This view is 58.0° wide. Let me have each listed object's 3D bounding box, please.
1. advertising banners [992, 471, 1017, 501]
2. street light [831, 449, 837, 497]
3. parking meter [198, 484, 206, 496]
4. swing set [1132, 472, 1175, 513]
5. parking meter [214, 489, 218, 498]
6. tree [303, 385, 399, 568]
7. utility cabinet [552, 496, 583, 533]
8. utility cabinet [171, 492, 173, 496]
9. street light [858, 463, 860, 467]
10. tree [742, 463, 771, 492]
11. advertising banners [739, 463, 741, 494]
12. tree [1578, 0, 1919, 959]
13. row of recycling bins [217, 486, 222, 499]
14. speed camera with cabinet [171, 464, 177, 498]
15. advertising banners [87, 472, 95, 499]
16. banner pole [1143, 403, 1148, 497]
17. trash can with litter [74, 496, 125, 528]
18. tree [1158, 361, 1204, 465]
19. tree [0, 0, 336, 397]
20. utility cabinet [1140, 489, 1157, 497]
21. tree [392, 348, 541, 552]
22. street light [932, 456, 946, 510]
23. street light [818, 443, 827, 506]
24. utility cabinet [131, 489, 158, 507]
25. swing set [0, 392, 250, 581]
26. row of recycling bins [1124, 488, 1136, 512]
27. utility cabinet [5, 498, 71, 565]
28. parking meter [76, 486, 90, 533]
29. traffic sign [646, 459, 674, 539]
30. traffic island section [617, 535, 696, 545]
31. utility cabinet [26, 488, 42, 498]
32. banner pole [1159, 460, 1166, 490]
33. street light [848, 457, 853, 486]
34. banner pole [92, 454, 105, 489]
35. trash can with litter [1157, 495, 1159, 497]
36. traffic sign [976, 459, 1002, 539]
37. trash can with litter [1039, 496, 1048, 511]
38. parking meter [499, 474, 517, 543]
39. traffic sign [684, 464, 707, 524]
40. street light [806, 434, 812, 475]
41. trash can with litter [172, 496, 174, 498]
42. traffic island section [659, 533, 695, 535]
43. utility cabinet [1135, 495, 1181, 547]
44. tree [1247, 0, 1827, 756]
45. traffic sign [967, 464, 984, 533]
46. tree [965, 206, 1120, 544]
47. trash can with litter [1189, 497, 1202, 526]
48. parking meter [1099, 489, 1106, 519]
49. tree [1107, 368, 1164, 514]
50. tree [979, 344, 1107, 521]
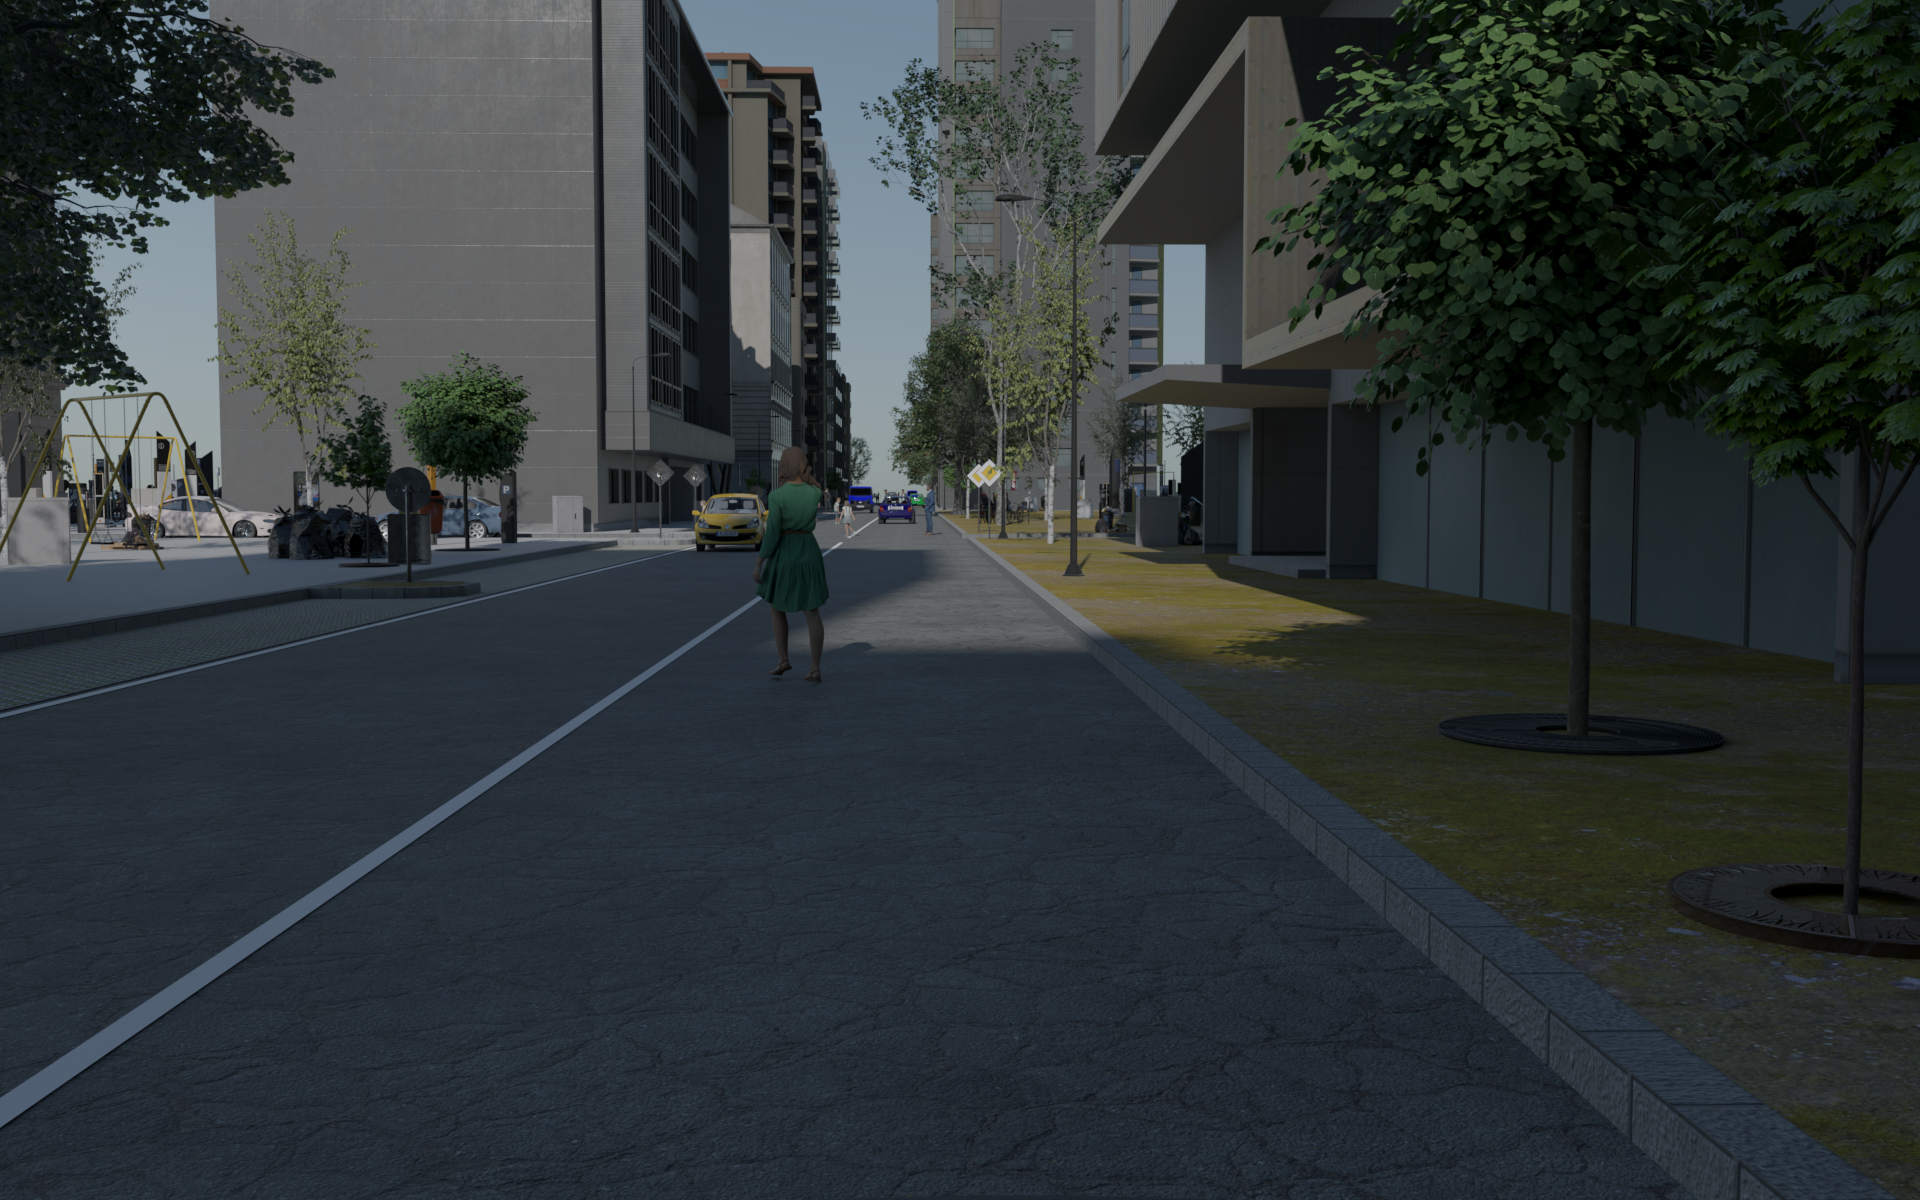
[{"bbox_3d":[3.382,-8.254,131.142,2.074,3.025,0.090,2,4,26],"label":"advertising banners"},{"bbox_3d":[-13.568,-12.643,179.248,1.470,5.913,1.316,0,4,-2],"label":"street light"},{"bbox_3d":[-41.346,-5.423,94.376,0.255,1.863,0.399,3,5,43],"label":"parking meter"},{"bbox_3d":[13.484,-7.591,121.731,3.119,2.851,2.862,0,4,3],"label":"swing set"},{"bbox_3d":[-37.392,-4.824,87.286,0.372,1.533,0.369,0,3,0],"label":"parking meter"},{"bbox_3d":[-10.470,-2.210,30.739,1.663,3.219,1.824,0,3,0],"label":"tree"},{"bbox_3d":[-12.932,-2.813,57.150,0.306,1.237,1.020,3,5,42],"label":"utility cabinet"},{"bbox_3d":[-49.991,-6.107,108.523,1.173,1.500,0.318,-3,4,-36],"label":"utility cabinet"},{"bbox_3d":[-15.720,-17.697,261.886,1.470,5.913,1.316,0,4,-2],"label":"street light"},{"bbox_3d":[-13.039,-7.026,109.474,1.663,3.219,1.824,0,3,0],"label":"tree"},{"bbox_3d":[-11.046,-5.544,86.826,0.090,3.025,2.074,0,4,-8],"label":"advertising banners"},{"bbox_3d":[2.679,-0.639,5.048,1.663,3.219,1.824,0,3,0],"label":"tree"},{"bbox_3d":[-34.281,-4.689,83.775,3.534,1.692,1.069,1,4,8],"label":"row of recycling bins"},{"bbox_3d":[-52.542,-7.325,114.095,2.038,3.252,0.660,0,4,-5],"label":"speed camera with cabinet"},{"bbox_3d":[-64.798,-8.092,128.498,2.074,3.025,0.090,-3,5,-44],"label":"advertising banners"},{"bbox_3d":[5.082,-3.522,47.597,0.401,3.779,0.863,0,4,6],"label":"banner pole"},{"bbox_3d":[-32.832,-3.390,66.484,2.233,1.210,1.678,-2,4,-31],"label":"trash can with litter"},{"bbox_3d":[13.098,-8.858,95.186,4.737,8.622,4.395,0,3,0],"label":"tree"},{"bbox_3d":[-10.219,-6.629,15.044,9.857,13.997,8.962,0,3,0],"label":"tree"},{"bbox_3d":[8.811,-4.418,80.912,0.318,1.500,1.173,2,4,34],"label":"utility cabinet"},{"bbox_3d":[-11.142,-3.399,39.289,4.285,4.588,4.351,0,3,0],"label":"tree"},{"bbox_3d":[-1.811,-10.287,140.733,1.470,5.913,1.316,0,4,-2],"label":"street light"},{"bbox_3d":[-12.898,-11.254,156.536,1.470,5.913,1.316,0,4,-2],"label":"street light"},{"bbox_3d":[-32.410,-3.699,69.155,1.173,1.500,0.318,0,4,-3],"label":"utility cabinet"},{"bbox_3d":[-13.254,-1.817,27.331,3.119,2.851,2.862,3,5,39],"label":"swing set"},{"bbox_3d":[12.201,-7.226,125.252,1.069,1.692,3.534,0,4,2],"label":"row of recycling bins"},{"bbox_3d":[-16.829,-1.252,31.624,1.020,1.237,0.306,-2,4,-32],"label":"utility cabinet"},{"bbox_3d":[-28.833,-2.969,56.949,0.372,1.533,0.369,0,3,0],"label":"parking meter"},{"bbox_3d":[-8.550,-2.801,49.431,0.795,2.450,0.064,0,4,-2],"label":"traffic sign"},{"bbox_3d":[-8.573,-1.664,49.492,2.009,0.180,2.903,0,4,-2],"label":"traffic island section"},{"bbox_3d":[-33.849,-3.308,62.769,1.173,1.500,0.318,1,4,16],"label":"utility cabinet"},{"bbox_3d":[15.071,-8.485,128.748,0.401,3.779,0.863,-2,4,-32],"label":"banner pole"},{"bbox_3d":[-14.476,-14.942,216.837,1.470,5.913,1.316,0,4,-2],"label":"street light"},{"bbox_3d":[-53.775,-7.219,108.053,0.863,3.779,0.401,-1,4,-9],"label":"banner pole"},{"bbox_3d":[14.821,-7.349,131.208,1.678,1.210,2.233,-2,4,-33],"label":"trash can with litter"},{"bbox_3d":[0.842,-2.815,49.665,0.795,2.450,0.064,0,4,-2],"label":"traffic sign"},{"bbox_3d":[6.283,-7.235,129.685,0.624,1.170,1.055,1,4,18],"label":"trash can with litter"},{"bbox_3d":[-11.803,-2.419,45.258,0.399,1.863,0.255,1,4,12],"label":"parking meter"},{"bbox_3d":[-8.766,-3.289,57.414,0.795,2.450,0.064,0,4,-2],"label":"traffic sign"},{"bbox_3d":[-12.288,-9.876,134.011,1.470,5.913,1.316,0,4,-2],"label":"street light"},{"bbox_3d":[-41.374,-4.907,91.283,2.233,1.210,1.678,0,4,8],"label":"trash can with litter"},{"bbox_3d":[-8.789,-2.153,57.475,2.009,0.180,2.903,0,4,-2],"label":"traffic island section"},{"bbox_3d":[4.824,-1.912,42.422,1.020,1.237,0.306,-1,4,-17],"label":"utility cabinet"},{"bbox_3d":[3.230,-1.554,9.121,4.285,4.588,4.351,0,3,0],"label":"tree"},{"bbox_3d":[0.625,-3.303,57.647,0.795,2.450,0.064,0,4,-2],"label":"traffic sign"},{"bbox_3d":[2.293,-5.779,44.853,4.737,8.622,4.395,0,3,0],"label":"tree"},{"bbox_3d":[9.635,-3.528,69.074,1.055,1.170,0.624,1,4,9],"label":"trash can with litter"},{"bbox_3d":[7.476,-5.040,90.813,0.372,1.533,0.369,0,3,0],"label":"parking meter"},{"bbox_3d":[9.793,-9.272,101.959,4.360,8.622,3.978,0,3,0],"label":"tree"},{"bbox_3d":[3.975,-8.132,83.317,4.360,8.622,3.978,0,3,0],"label":"tree"}]
